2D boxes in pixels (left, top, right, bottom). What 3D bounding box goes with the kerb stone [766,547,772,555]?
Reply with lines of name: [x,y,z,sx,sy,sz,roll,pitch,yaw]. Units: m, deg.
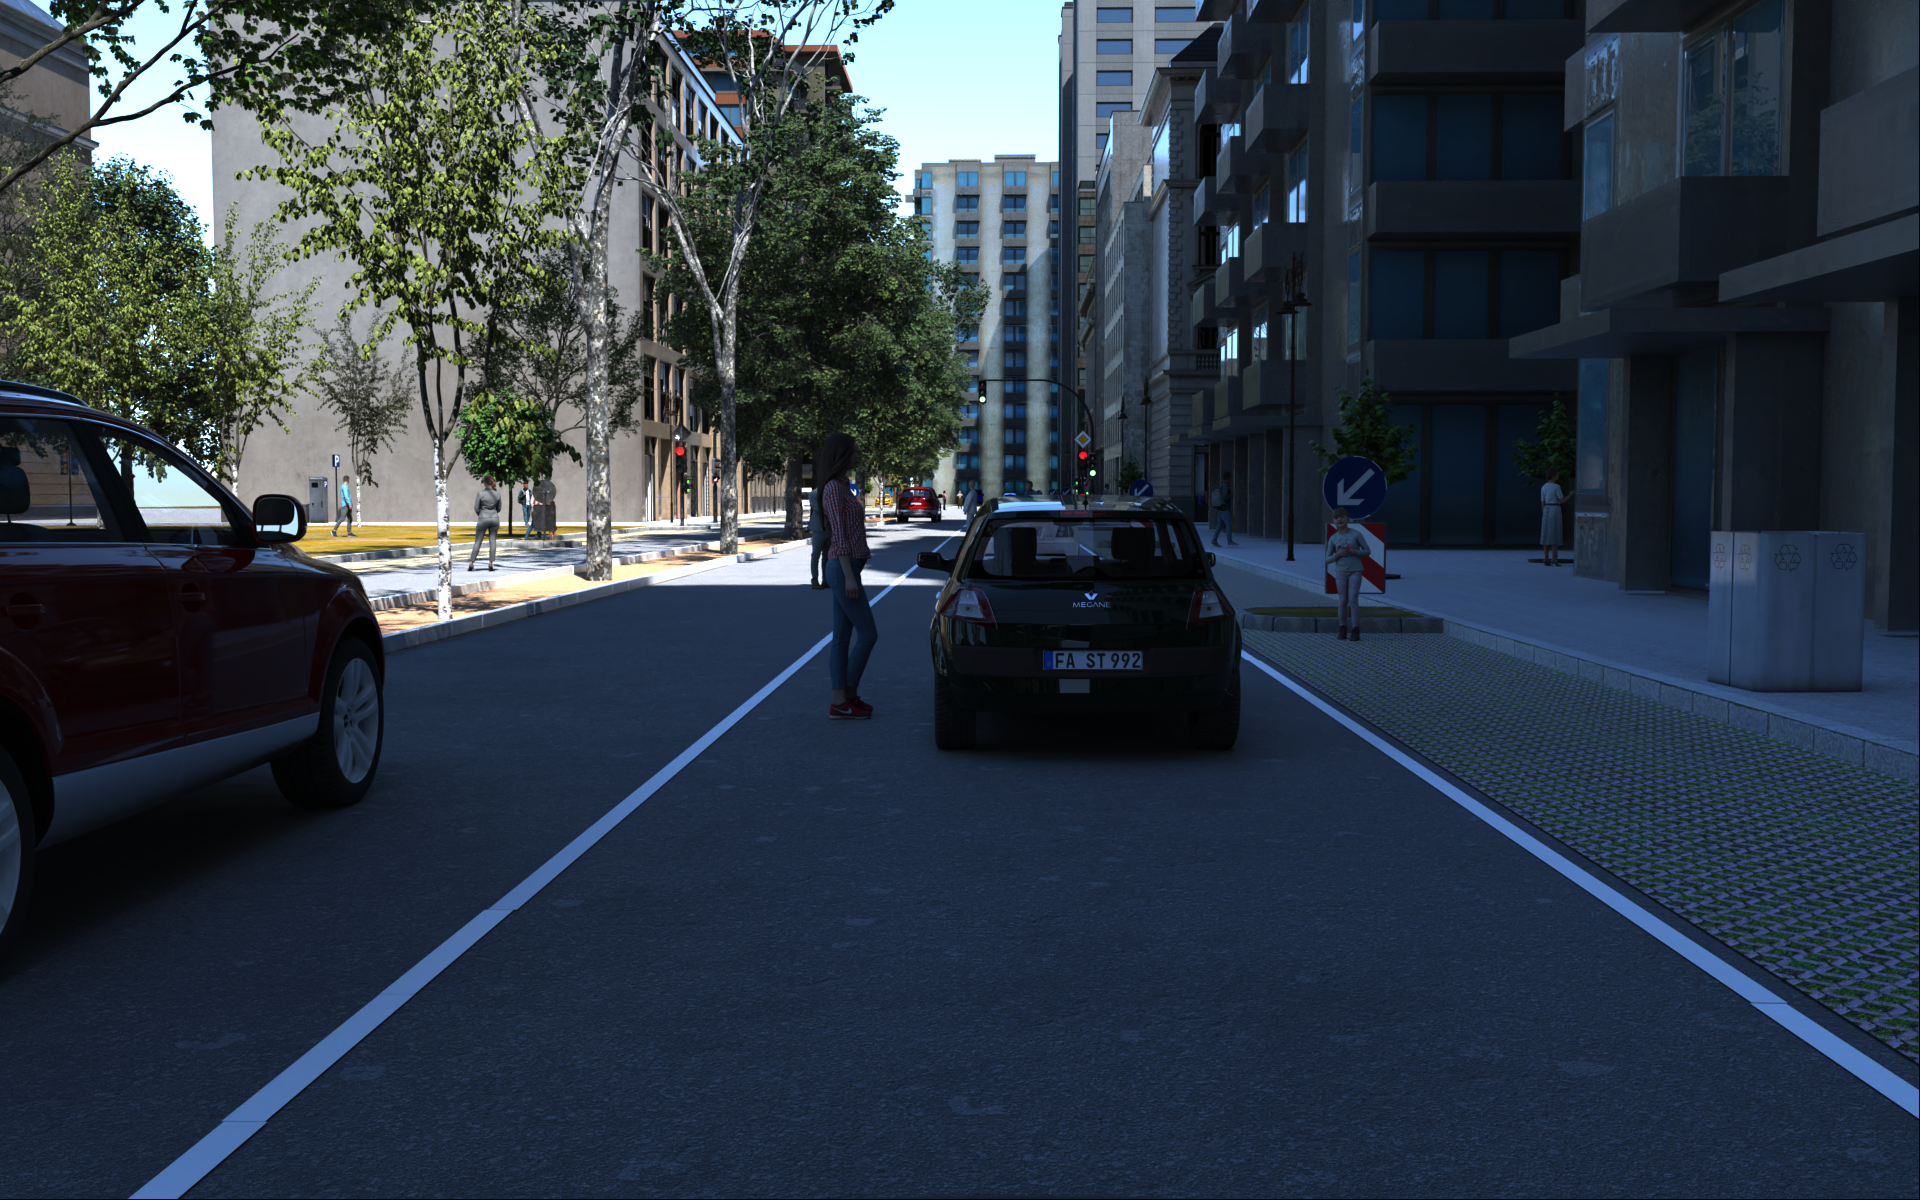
kerb stone: [-4.582,-1.116,40.479,0.120,0.150,1.000,0,4,1]

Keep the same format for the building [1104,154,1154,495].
building: [13.926,-14.915,98.616,10.420,20.320,16.860,0,4,1]

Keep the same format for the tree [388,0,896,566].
tree: [-6.696,-11.203,41.513,12.611,20.169,13.585,0,3,0]

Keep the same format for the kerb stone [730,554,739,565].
kerb stone: [-4.705,-0.803,35.357,0.120,0.150,1.000,0,4,1]

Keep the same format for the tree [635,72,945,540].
tree: [-5.196,-8.834,53.541,9.857,13.997,8.962,0,3,0]

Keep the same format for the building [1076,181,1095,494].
building: [17.801,-23.862,161.852,14.160,30.474,14.107,0,4,1]

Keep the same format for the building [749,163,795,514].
building: [-18.988,-19.979,123.914,12.463,27.353,25.104,0,4,1]

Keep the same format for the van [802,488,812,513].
van: [-9.876,-6.372,111.197,2.013,2.044,4.112,0,4,1]

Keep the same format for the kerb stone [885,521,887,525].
kerb stone: [-3.585,-3.531,79.931,0.120,0.150,1.000,0,4,1]

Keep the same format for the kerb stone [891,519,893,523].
kerb stone: [-3.485,-3.782,84.029,0.120,0.150,1.000,0,4,1]

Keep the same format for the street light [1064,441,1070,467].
street light: [9.311,-10.859,150.331,0.468,5.910,1.993,0,4,1]

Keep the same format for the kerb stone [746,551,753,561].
kerb stone: [-4.657,-0.931,37.412,0.120,0.150,1.000,0,4,1]

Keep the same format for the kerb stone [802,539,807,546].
kerb stone: [-4.405,-1.556,47.631,0.120,0.150,1.000,0,4,1]

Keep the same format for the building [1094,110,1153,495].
building: [15.621,-18.274,116.805,12.078,24.808,19.932,0,4,1]

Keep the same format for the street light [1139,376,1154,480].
street light: [7.274,-5.810,67.782,0.468,5.910,1.993,0,4,1]

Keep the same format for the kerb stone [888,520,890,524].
kerb stone: [-3.542,-3.656,81.975,0.120,0.150,1.000,0,4,1]

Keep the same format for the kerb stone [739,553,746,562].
kerb stone: [-4.682,-0.868,36.387,0.120,0.150,1.000,0,4,1]

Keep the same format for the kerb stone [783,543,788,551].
kerb stone: [-4.503,-1.306,43.544,0.120,0.150,1.000,0,4,1]

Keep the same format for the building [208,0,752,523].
building: [-23.487,-17.734,94.473,19.350,26.468,34.151,0,4,1]

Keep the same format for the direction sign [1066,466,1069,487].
direction sign: [8.858,-9.194,142.323,0.379,3.537,0.876,-1,4,-9]

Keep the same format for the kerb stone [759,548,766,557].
kerb stone: [-4.608,-1.049,39.455,0.120,0.150,1.000,0,4,1]

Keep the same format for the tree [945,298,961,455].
tree: [-4.699,-10.457,80.086,9.857,13.997,8.962,0,3,0]

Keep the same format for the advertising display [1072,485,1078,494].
advertising display: [8.368,-7.344,125.291,0.123,1.923,0.974,-1,4,-23]

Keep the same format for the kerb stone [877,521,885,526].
kerb stone: [-3.611,-3.469,78.905,0.120,0.150,1.000,0,4,1]

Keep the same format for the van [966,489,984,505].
van: [1.947,-13.268,221.318,2.240,2.365,5.245,0,4,0]

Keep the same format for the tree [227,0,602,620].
tree: [-5.815,-4.059,19.191,4.737,8.622,4.395,0,3,0]

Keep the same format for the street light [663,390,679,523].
street light: [-12.871,-6.385,77.183,0.468,5.910,1.993,0,4,1]

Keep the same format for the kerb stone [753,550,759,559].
kerb stone: [-4.637,-0.993,38.433,0.120,0.150,1.000,0,4,1]

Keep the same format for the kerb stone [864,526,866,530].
kerb stone: [-3.863,-2.871,69.142,0.120,0.150,1.000,0,4,1]

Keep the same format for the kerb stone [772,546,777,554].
kerb stone: [-4.562,-1.181,41.501,0.120,0.150,1.000,0,4,1]

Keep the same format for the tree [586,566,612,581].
tree: [-7.143,-10.427,28.833,12.611,20.169,13.585,0,3,0]

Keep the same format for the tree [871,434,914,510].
tree: [-4.355,-8.778,96.344,4.737,8.622,4.395,0,3,0]

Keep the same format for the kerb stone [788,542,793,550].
kerb stone: [-4.485,-1.368,44.566,0.120,0.150,1.000,0,4,1]

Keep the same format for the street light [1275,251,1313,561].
street light: [6.363,-3.693,33.162,0.468,5.910,1.993,0,4,1]

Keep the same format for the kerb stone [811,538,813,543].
kerb stone: [-4.354,-1.681,49.676,0.120,0.150,1.000,0,4,1]

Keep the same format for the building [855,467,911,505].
building: [-22.295,-24.810,250.675,28.899,21.520,27.650,0,4,1]

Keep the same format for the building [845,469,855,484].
building: [-19.052,-25.529,189.096,14.160,30.474,14.107,0,4,1]

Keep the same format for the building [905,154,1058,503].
building: [7.700,-38.359,246.770,30.456,49.044,23.786,0,4,1]

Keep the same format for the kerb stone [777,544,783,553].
kerb stone: [-4.527,-1.243,42.523,0.120,0.150,1.000,0,4,1]

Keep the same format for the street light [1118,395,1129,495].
street light: [7.608,-6.624,81.088,0.468,5.910,1.993,0,4,1]

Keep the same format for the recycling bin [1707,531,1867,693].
recycling bin: [5.491,0.063,11.530,0.722,1.027,0.722,0,4,-3]

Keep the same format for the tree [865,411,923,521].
tree: [-4.126,-8.424,90.558,4.360,8.622,3.978,0,3,0]

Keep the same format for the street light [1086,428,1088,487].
street light: [8.476,-8.741,115.709,0.468,5.910,1.993,0,4,1]

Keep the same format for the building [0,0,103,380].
building: [-55.237,-18.292,84.979,20.117,28.700,13.634,0,4,1]

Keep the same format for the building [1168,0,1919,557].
building: [18.986,-26.377,50.879,23.786,49.044,30.456,0,4,1]

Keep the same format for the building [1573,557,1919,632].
building: [18.755,-24.029,12.489,23.786,49.044,30.456,0,4,1]

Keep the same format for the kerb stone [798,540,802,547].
kerb stone: [-4.431,-1.493,46.609,0.120,0.150,1.000,0,4,1]

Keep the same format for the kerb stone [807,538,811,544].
kerb stone: [-4.378,-1.611,48.655,0.120,0.150,1.000,0,4,1]

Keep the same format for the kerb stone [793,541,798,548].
kerb stone: [-4.454,-1.426,45.588,0.120,0.150,1.000,0,4,1]

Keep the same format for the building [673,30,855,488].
building: [-21.909,-31.355,167.277,22.147,44.769,28.867,0,4,1]

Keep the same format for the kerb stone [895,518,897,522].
kerb stone: [-3.406,-3.967,87.113,0.120,0.150,1.000,0,4,1]

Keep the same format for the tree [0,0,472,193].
tree: [-6.388,-5.009,10.111,9.928,11.665,9.643,0,3,0]

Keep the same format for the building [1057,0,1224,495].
building: [22.424,-40.885,210.465,21.231,58.520,28.212,0,4,1]

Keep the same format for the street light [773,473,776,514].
street light: [-11.986,-8.503,111.804,0.468,5.910,1.993,0,4,1]

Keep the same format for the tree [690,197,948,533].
tree: [-5.311,-8.837,63.951,9.611,12.733,9.660,0,3,0]

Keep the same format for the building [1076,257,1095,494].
building: [16.468,-18.193,139.258,13.314,21.916,24.055,0,4,1]

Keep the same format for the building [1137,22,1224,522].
building: [18.758,-15.494,82.202,19.941,23.489,11.050,0,4,1]
